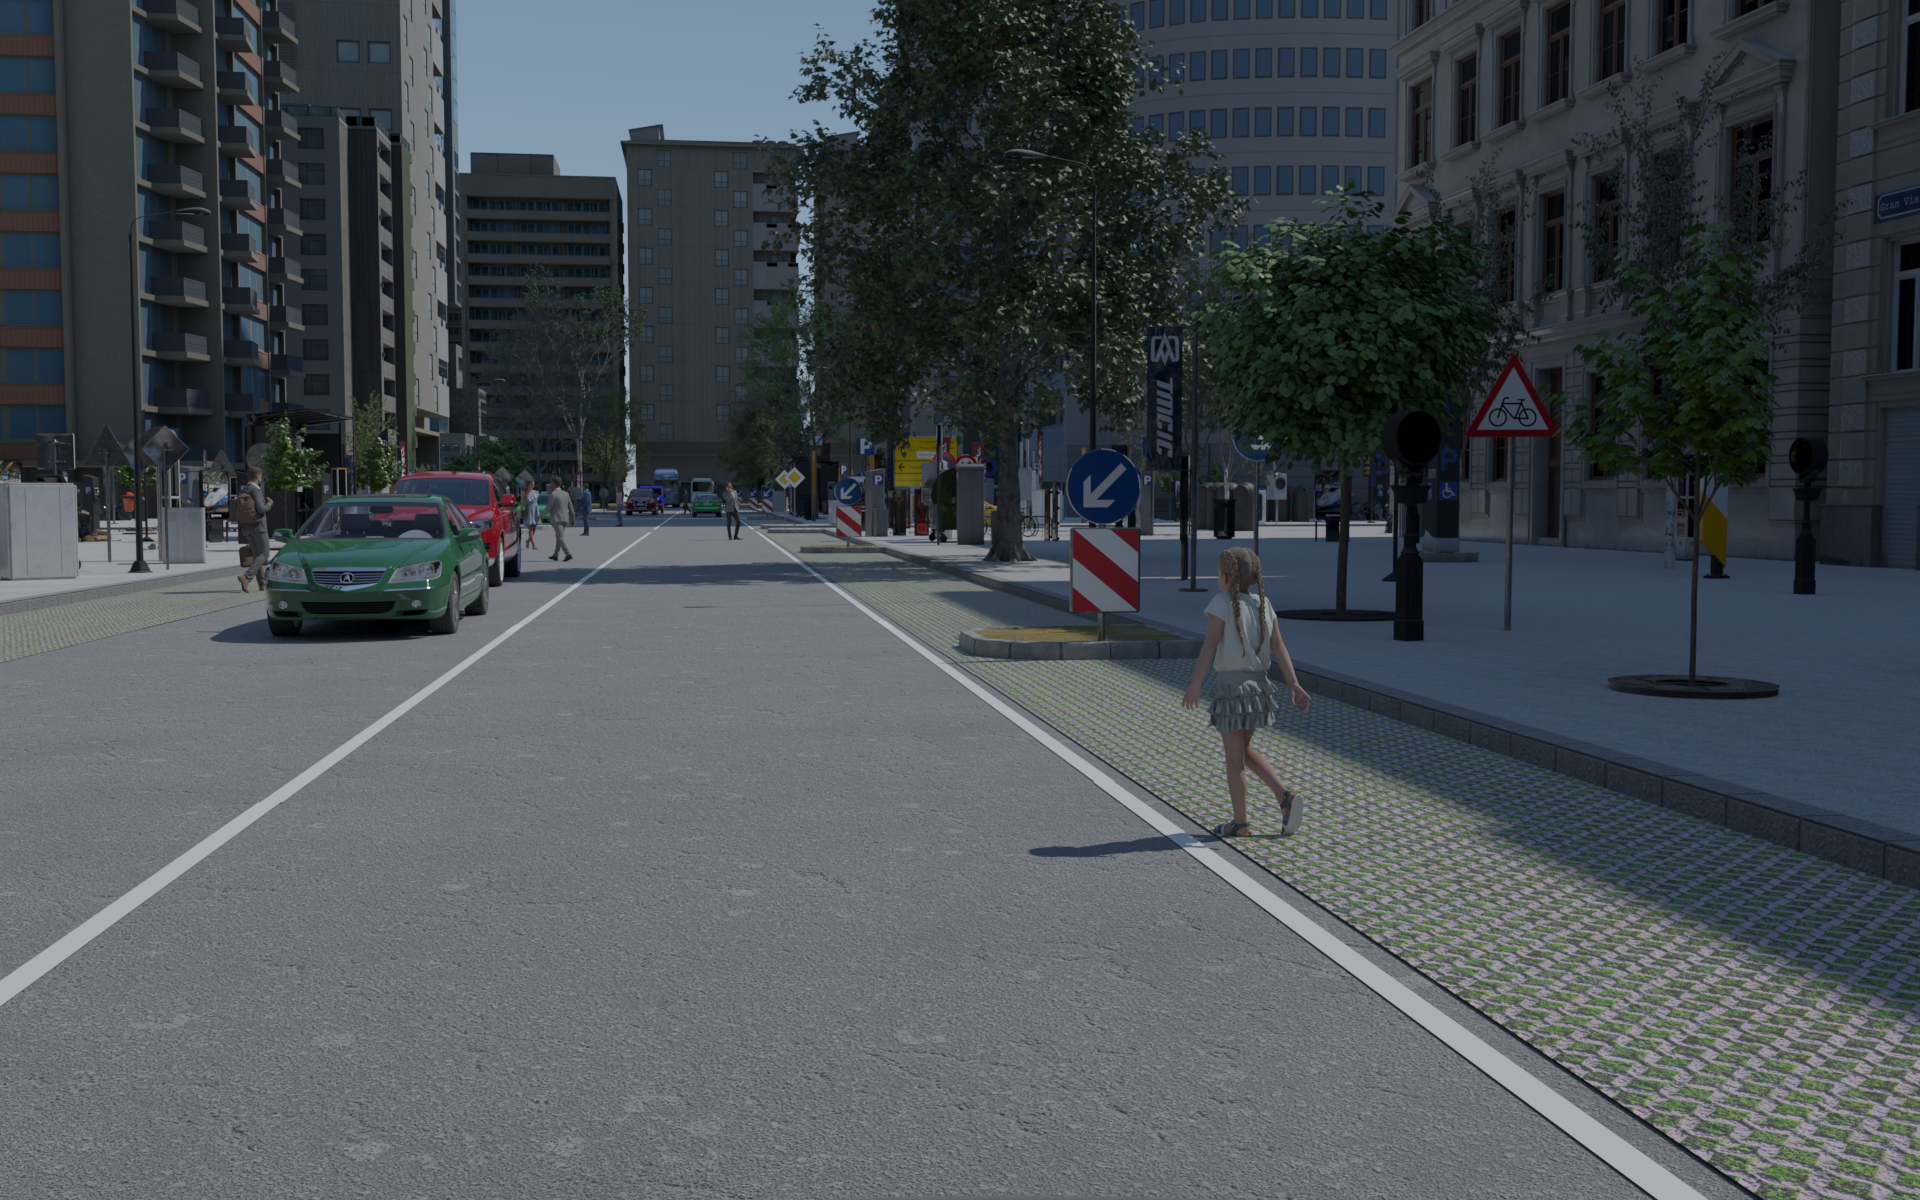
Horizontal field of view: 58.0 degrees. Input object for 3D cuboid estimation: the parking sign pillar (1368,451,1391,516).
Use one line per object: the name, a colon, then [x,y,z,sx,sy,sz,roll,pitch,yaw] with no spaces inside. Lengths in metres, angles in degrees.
parking sign pillar: [21.546,-6.123,88.576,1.447,3.967,1.447,1,4,14]

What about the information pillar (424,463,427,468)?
information pillar: [-40.602,-8.561,131.334,0.504,3.616,0.183,2,4,26]

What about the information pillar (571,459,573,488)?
information pillar: [-26.113,-7.665,116.678,0.183,3.616,0.504,-1,4,-8]

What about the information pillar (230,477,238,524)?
information pillar: [-30.642,-4.199,73.150,0.304,2.012,0.304,-1,4,-14]

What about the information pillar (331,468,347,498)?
information pillar: [-17.508,-2.715,48.879,0.304,2.012,0.304,3,4,38]

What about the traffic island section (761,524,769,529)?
traffic island section: [-7.252,-3.036,71.926,2.009,0.180,2.903,-1,4,-8]

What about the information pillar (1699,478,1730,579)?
information pillar: [11.422,-2.130,26.181,0.504,3.616,0.183,-1,4,-21]

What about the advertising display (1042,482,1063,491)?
advertising display: [4.701,-5.149,89.394,0.974,1.923,0.123,1,4,16]

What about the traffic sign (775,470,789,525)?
traffic sign: [-7.274,-4.171,71.845,0.795,2.450,0.064,-1,4,-8]

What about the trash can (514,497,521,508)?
trash can: [-24.580,-5.177,96.292,0.748,1.137,0.748,0,3,0]

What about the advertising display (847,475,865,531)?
advertising display: [-3.400,-3.322,59.522,0.974,1.923,0.123,-1,4,-22]

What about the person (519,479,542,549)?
person: [-11.147,-2.215,44.812,0.616,1.811,0.778,-3,4,-37]

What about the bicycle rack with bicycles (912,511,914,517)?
bicycle rack with bicycles: [-2.134,-5.033,95.667,2.925,0.926,2.852,0,4,5]

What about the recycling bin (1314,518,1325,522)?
recycling bin: [16.593,-4.053,78.814,0.722,1.027,0.722,-2,4,-23]

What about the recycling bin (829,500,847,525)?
recycling bin: [-5.021,-3.615,71.666,0.722,1.027,0.722,-1,4,-15]

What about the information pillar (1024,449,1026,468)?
information pillar: [3.422,-6.041,90.122,0.183,3.616,0.504,2,4,34]

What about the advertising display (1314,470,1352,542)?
advertising display: [10.008,-2.525,46.503,0.974,1.923,0.123,1,4,8]

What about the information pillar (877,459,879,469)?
information pillar: [-5.459,-7.588,115.415,0.183,3.616,0.504,-1,4,-8]

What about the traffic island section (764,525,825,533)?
traffic island section: [-6.085,-2.553,64.026,2.009,0.180,2.903,-1,4,-8]

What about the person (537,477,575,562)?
person: [-8.555,-1.723,36.942,0.850,1.792,0.678,2,4,32]

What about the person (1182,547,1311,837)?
person: [1.165,0.390,7.145,0.505,1.210,0.382,-2,4,-34]

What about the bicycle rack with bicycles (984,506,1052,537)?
bicycle rack with bicycles: [1.536,-2.395,52.541,2.852,0.926,2.925,-2,4,-31]

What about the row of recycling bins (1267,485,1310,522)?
row of recycling bins: [14.381,-4.465,80.108,3.534,1.692,1.069,1,4,11]

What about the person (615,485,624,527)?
person: [-14.981,-4.148,76.327,0.388,1.821,0.555,0,4,3]

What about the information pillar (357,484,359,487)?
information pillar: [-33.078,-5.547,95.180,0.304,2.012,0.304,-1,4,-15]

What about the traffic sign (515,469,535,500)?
traffic sign: [-17.659,-4.079,70.338,0.795,2.450,0.064,-1,4,-8]

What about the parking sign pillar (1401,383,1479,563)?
parking sign pillar: [9.184,-2.726,33.044,1.447,3.967,1.447,0,4,3]

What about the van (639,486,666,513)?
van: [-23.161,-7.676,129.883,2.240,2.365,5.245,-1,4,-10]

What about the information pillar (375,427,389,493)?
information pillar: [-20.244,-4.242,60.713,0.183,3.616,0.504,3,5,43]

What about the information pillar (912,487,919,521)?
information pillar: [-2.163,-5.641,83.581,0.504,3.616,0.183,-3,4,-38]

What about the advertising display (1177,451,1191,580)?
advertising display: [3.400,-1.279,26.133,0.123,1.923,0.974,1,4,10]

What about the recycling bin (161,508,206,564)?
recycling bin: [-14.394,-1.197,32.133,0.722,1.027,0.722,-1,4,-23]

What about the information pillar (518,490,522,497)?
information pillar: [-33.992,-7.909,133.798,0.304,2.012,0.304,-1,4,-9]

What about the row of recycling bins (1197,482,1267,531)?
row of recycling bins: [9.423,-3.317,61.347,1.069,1.692,3.534,-1,4,-19]

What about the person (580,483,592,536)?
person: [-12.873,-3.113,59.574,0.419,1.800,0.721,-1,4,-13]

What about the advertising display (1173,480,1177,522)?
advertising display: [10.059,-4.601,80.443,0.123,1.923,0.974,1,4,20]

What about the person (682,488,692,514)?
person: [-19.225,-6.939,121.911,0.822,1.834,0.622,-2,4,-29]

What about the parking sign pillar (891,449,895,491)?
parking sign pillar: [-3.669,-7.004,102.988,1.447,3.967,1.447,1,4,22]

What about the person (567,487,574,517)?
person: [-21.800,-5.420,97.098,0.573,1.828,0.580,1,4,23]

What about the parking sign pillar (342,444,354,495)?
parking sign pillar: [-33.238,-6.459,94.081,1.447,3.967,1.447,-1,4,-12]

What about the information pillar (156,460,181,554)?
information pillar: [-15.258,-1.768,33.406,0.304,2.012,0.304,1,4,15]

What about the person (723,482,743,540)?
person: [-7.106,-2.780,54.133,0.592,1.802,0.473,-2,4,-29]

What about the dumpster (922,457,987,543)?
dumpster: [-0.145,-2.680,46.306,1.502,2.255,1.985,-1,4,-8]

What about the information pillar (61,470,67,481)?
information pillar: [-43.170,-5.634,83.475,0.183,3.616,0.504,0,4,-4]

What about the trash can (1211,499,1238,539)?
trash can: [7.502,-2.293,49.142,0.748,1.137,0.748,0,3,0]

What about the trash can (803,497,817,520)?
trash can: [-7.321,-4.467,84.682,0.748,1.137,0.748,0,3,0]

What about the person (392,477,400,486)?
person: [-12.056,-1.724,36.954,0.850,1.792,0.678,-1,4,-17]

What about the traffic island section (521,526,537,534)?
traffic island section: [-16.515,-2.460,62.497,2.009,0.180,2.903,-1,4,-8]

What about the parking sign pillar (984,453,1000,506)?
parking sign pillar: [1.557,-6.390,92.941,1.447,3.967,1.447,0,4,-4]

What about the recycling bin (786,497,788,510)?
recycling bin: [-14.588,-7.922,142.080,0.722,1.027,0.722,-2,4,-34]

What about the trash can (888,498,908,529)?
trash can: [-2.265,-3.141,63.012,0.748,1.137,0.748,0,3,0]

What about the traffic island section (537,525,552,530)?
traffic island section: [-17.681,-2.943,70.396,2.009,0.180,2.903,-1,4,-8]

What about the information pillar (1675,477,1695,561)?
information pillar: [13.965,-1.758,33.232,0.304,2.012,0.304,-1,4,-18]

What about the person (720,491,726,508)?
person: [-24.063,-10.272,177.174,1.217,1.743,0.721,0,4,4]

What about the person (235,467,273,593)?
person: [-10.320,-1.029,25.289,0.622,1.834,0.822,2,4,26]
